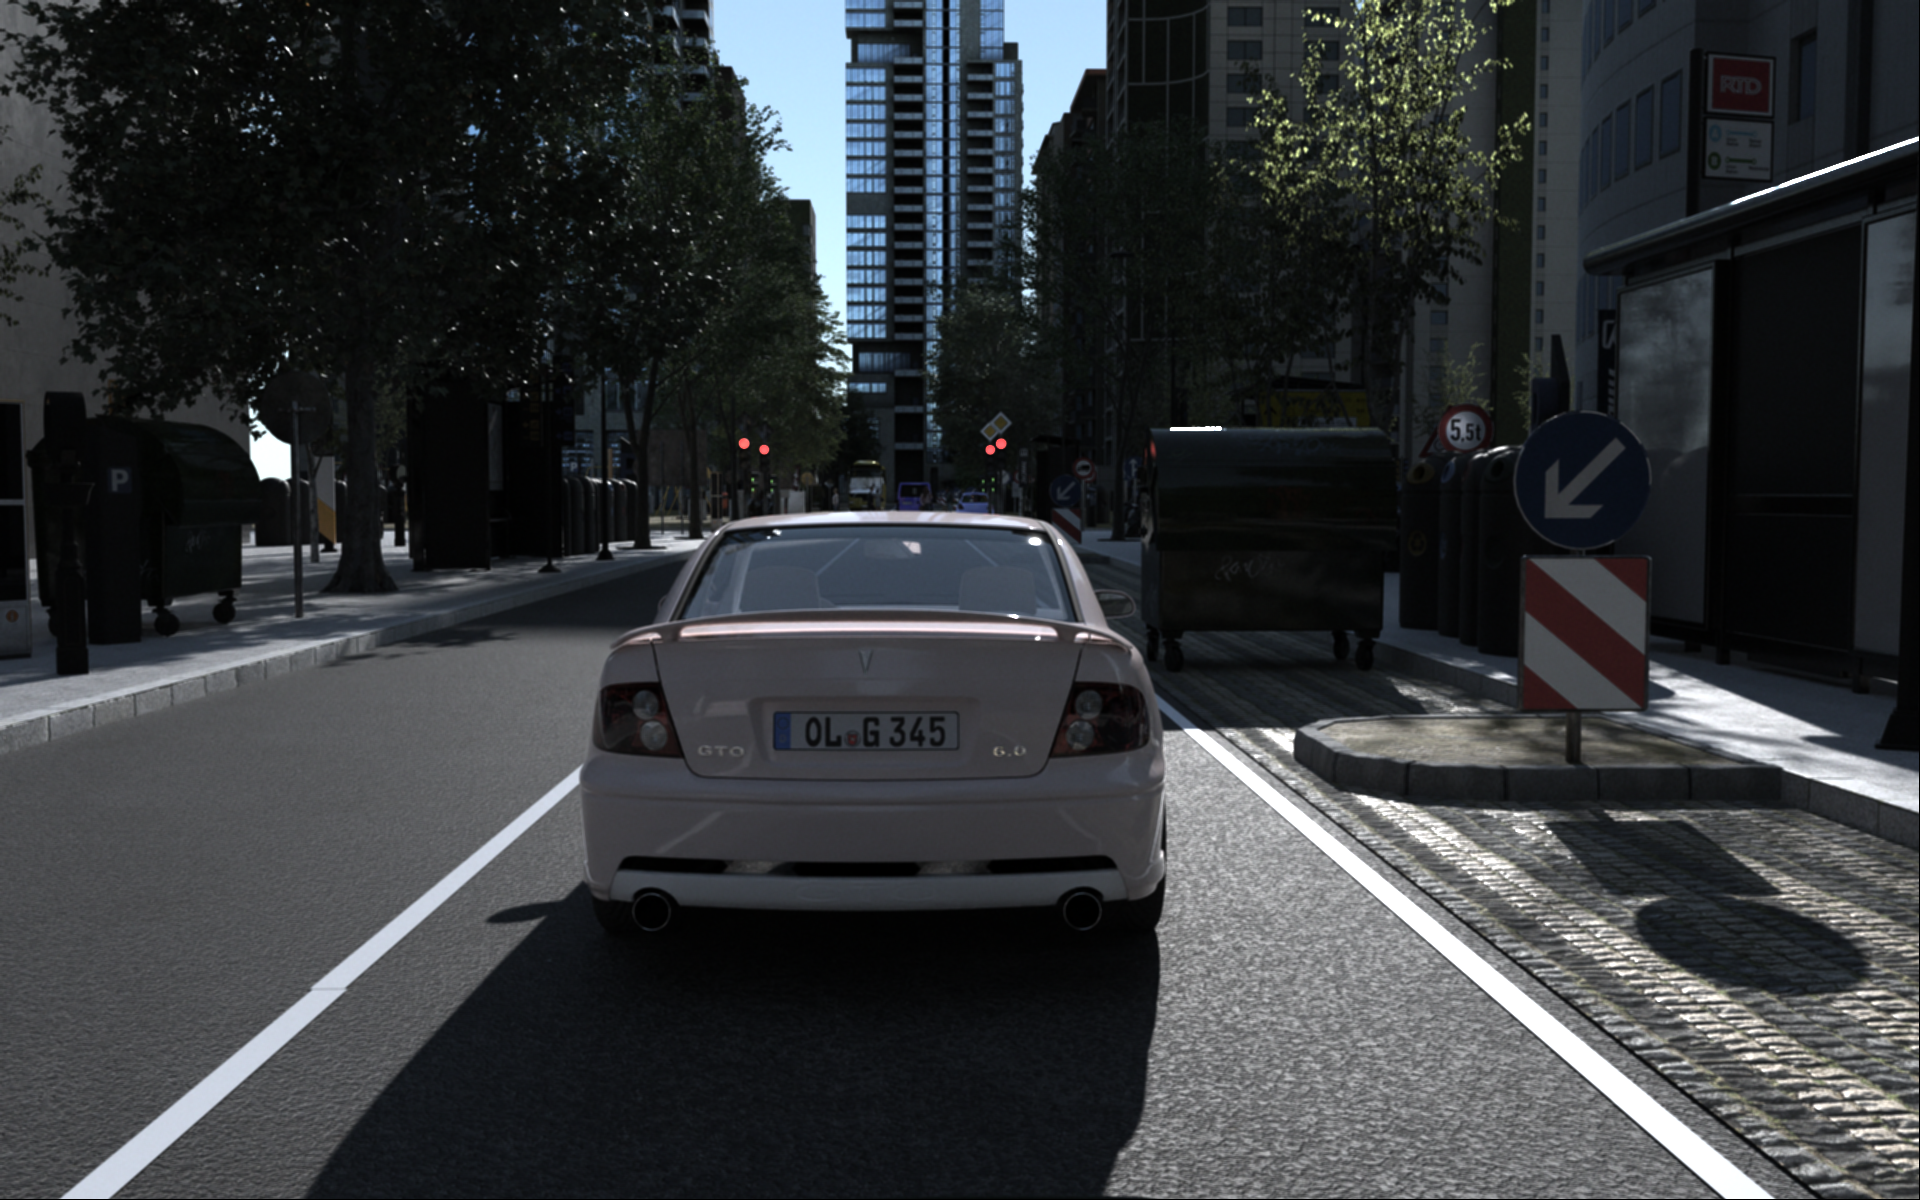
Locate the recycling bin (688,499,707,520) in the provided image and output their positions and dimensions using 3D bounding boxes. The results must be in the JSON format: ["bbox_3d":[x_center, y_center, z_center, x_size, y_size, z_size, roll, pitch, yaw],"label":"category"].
[{"bbox_3d":[-12.850,-4.415,84.733,0.722,1.027,0.722,-2,4,-29],"label":"recycling bin"}]

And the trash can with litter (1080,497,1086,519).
[{"bbox_3d":[6.281,-4.696,87.831,2.233,1.210,1.678,-1,4,-16],"label":"trash can with litter"}]

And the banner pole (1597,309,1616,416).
[{"bbox_3d":[7.999,-1.876,20.694,0.863,3.779,0.401,0,4,3],"label":"banner pole"}]

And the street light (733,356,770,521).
[{"bbox_3d":[-7.085,-5.254,58.441,1.470,5.913,1.316,0,4,-2],"label":"street light"}]

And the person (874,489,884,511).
[{"bbox_3d":[-5.752,-7.011,123.495,0.716,1.782,0.532,0,4,1],"label":"person"}]

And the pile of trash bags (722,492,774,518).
[{"bbox_3d":[-10.805,-4.732,87.117,3.447,1.369,1.912,-1,4,-23],"label":"pile of trash bags"}]

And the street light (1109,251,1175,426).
[{"bbox_3d":[3.557,-3.719,33.343,1.470,5.913,1.316,0,4,-2],"label":"street light"}]

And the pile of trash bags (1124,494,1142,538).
[{"bbox_3d":[5.688,-2.601,52.280,1.912,1.369,3.447,0,4,3],"label":"pile of trash bags"}]

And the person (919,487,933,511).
[{"bbox_3d":[-1.532,-3.967,73.947,0.593,1.750,0.643,-2,4,-33],"label":"person"}]

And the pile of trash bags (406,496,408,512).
[{"bbox_3d":[-39.923,-6.846,121.687,3.447,1.369,1.912,2,4,32],"label":"pile of trash bags"}]

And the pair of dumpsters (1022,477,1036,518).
[{"bbox_3d":[4.256,-5.619,94.371,1.574,2.255,4.437,0,4,-2],"label":"pair of dumpsters"}]

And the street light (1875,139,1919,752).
[{"bbox_3d":[4.252,-2.204,8.579,1.470,5.913,1.316,0,4,-2],"label":"street light"}]

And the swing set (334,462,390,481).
[{"bbox_3d":[-30.332,-5.364,85.324,3.119,2.851,2.862,1,4,19],"label":"swing set"}]

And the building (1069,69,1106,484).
[{"bbox_3d":[22.776,-32.012,178.016,22.147,44.769,28.867,0,4,-2],"label":"building"}]

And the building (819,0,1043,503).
[{"bbox_3d":[-4.271,-57.067,245.719,31.000,86.520,22.319,0,4,-2],"label":"building"}]

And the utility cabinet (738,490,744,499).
[{"bbox_3d":[-11.980,-5.242,94.390,0.318,1.500,1.173,-1,4,-14],"label":"utility cabinet"}]

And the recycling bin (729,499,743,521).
[{"bbox_3d":[-10.554,-4.263,82.248,0.722,1.027,0.722,-1,4,-17],"label":"recycling bin"}]

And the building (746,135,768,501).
[{"bbox_3d":[-30.169,-31.522,198.974,14.086,41.232,14.154,0,4,-2],"label":"building"}]

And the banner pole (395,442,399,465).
[{"bbox_3d":[-27.005,-5.701,83.231,0.401,3.779,0.863,-1,4,-9],"label":"banner pole"}]

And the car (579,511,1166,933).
[{"bbox_3d":[-0.271,0.325,7.043,2.083,1.381,4.827,0,4,0],"label":"car"}]

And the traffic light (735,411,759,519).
[{"bbox_3d":[-7.244,-4.259,58.548,0.839,4.253,0.868,0,4,-2],"label":"traffic light"}]

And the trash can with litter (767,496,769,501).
[{"bbox_3d":[-15.154,-7.634,136.211,0.624,1.170,1.055,-2,4,-23],"label":"trash can with litter"}]

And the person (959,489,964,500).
[{"bbox_3d":[0.212,-6.601,116.849,0.576,1.772,0.534,0,4,-5],"label":"person"}]

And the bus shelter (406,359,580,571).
[{"bbox_3d":[-8.412,-2.476,31.767,1.731,3.624,6.357,0,4,-2],"label":"bus shelter"}]

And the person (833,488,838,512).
[{"bbox_3d":[-6.366,-4.948,90.066,0.598,1.740,0.731,-2,4,-24],"label":"person"}]

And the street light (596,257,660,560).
[{"bbox_3d":[-6.358,-3.730,33.525,1.470,5.913,1.316,0,4,-2],"label":"street light"}]

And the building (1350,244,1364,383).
[{"bbox_3d":[38.041,-26.266,201.150,14.107,30.474,14.160,0,4,-2],"label":"building"}]

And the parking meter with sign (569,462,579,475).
[{"bbox_3d":[-21.118,-5.917,93.002,0.543,3.016,1.738,1,4,18],"label":"parking meter with sign"}]

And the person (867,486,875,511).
[{"bbox_3d":[-4.752,-5.223,93.672,0.755,1.850,0.659,2,4,30],"label":"person"}]

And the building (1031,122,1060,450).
[{"bbox_3d":[24.883,-40.443,250.486,27.495,52.752,28.713,0,4,-2],"label":"building"}]

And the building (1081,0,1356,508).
[{"bbox_3d":[21.988,-43.684,152.485,20.563,71.187,20.611,0,4,-2],"label":"building"}]

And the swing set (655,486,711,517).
[{"bbox_3d":[-15.756,-6.229,99.472,2.862,2.851,3.119,0,4,4],"label":"swing set"}]

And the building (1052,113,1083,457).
[{"bbox_3d":[18.156,-33.612,199.674,14.600,45.320,14.200,0,4,-2],"label":"building"}]

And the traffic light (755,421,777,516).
[{"bbox_3d":[-7.470,-4.747,66.530,0.839,4.253,0.868,0,4,-2],"label":"traffic light"}]

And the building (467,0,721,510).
[{"bbox_3d":[-32.565,-51.499,154.676,22.319,86.520,31.000,0,4,-2],"label":"building"}]

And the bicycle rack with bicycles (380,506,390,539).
[{"bbox_3d":[-17.706,-2.251,50.185,2.852,0.926,2.925,-1,4,-10],"label":"bicycle rack with bicycles"}]

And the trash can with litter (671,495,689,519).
[{"bbox_3d":[-14.123,-4.796,89.468,1.678,1.210,2.233,-2,4,-25],"label":"trash can with litter"}]

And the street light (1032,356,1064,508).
[{"bbox_3d":[2.915,-5.231,58.072,1.470,5.913,1.316,0,4,-2],"label":"street light"}]

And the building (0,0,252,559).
[{"bbox_3d":[-30.346,-15.011,38.938,24.014,27.812,14.314,0,4,-2],"label":"building"}]

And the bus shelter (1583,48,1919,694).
[{"bbox_3d":[6.481,-2.185,13.361,2.179,5.291,8.768,0,4,-2],"label":"bus shelter"}]

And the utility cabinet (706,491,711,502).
[{"bbox_3d":[-16.050,-6.315,111.933,0.318,1.500,1.173,-2,4,-32],"label":"utility cabinet"}]

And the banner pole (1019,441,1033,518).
[{"bbox_3d":[3.087,-5.486,79.707,0.863,3.779,0.401,-1,4,-17],"label":"banner pole"}]

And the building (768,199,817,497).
[{"bbox_3d":[-27.284,-34.164,242.173,14.086,41.232,14.154,0,4,-2],"label":"building"}]

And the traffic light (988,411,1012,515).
[{"bbox_3d":[1.363,-4.274,58.807,0.839,4.253,0.868,0,4,-2],"label":"traffic light"}]

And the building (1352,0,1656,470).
[{"bbox_3d":[59.817,-40.062,197.006,28.212,58.520,21.231,0,4,-2],"label":"building"}]

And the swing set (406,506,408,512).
[{"bbox_3d":[-35.853,-6.643,106.228,3.119,2.851,2.862,-2,4,-35],"label":"swing set"}]

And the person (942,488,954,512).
[{"bbox_3d":[-0.777,-6.173,109.410,0.713,1.824,0.794,1,4,23],"label":"person"}]

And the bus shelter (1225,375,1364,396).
[{"bbox_3d":[7.121,-2.820,37.383,1.731,3.624,6.357,0,4,-1],"label":"bus shelter"}]

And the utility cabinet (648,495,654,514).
[{"bbox_3d":[-20.726,-6.322,114.519,1.020,1.237,0.306,2,4,28],"label":"utility cabinet"}]

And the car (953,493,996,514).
[{"bbox_3d":[0.656,-4.210,78.423,1.945,1.707,3.694,0,4,-1],"label":"car"}]

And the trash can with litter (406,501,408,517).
[{"bbox_3d":[-31.070,-5.237,97.004,1.055,1.170,0.624,1,4,16],"label":"trash can with litter"}]

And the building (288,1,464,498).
[{"bbox_3d":[-61.669,-46.218,193.916,20.611,71.187,20.563,0,4,-2],"label":"building"}]

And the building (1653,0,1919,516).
[{"bbox_3d":[23.965,-30.031,33.001,21.231,58.520,28.212,0,4,-2],"label":"building"}]

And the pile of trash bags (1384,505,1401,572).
[{"bbox_3d":[6.819,-1.136,28.330,1.912,1.369,3.447,-1,4,-14],"label":"pile of trash bags"}]

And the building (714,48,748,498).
[{"bbox_3d":[-29.550,-32.323,178.585,14.600,45.320,14.200,0,4,-2],"label":"building"}]

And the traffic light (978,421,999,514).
[{"bbox_3d":[1.137,-4.763,66.788,0.839,4.253,0.868,0,4,-2],"label":"traffic light"}]

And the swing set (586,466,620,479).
[{"bbox_3d":[-19.847,-6.166,98.438,3.119,2.851,2.862,2,4,29],"label":"swing set"}]
